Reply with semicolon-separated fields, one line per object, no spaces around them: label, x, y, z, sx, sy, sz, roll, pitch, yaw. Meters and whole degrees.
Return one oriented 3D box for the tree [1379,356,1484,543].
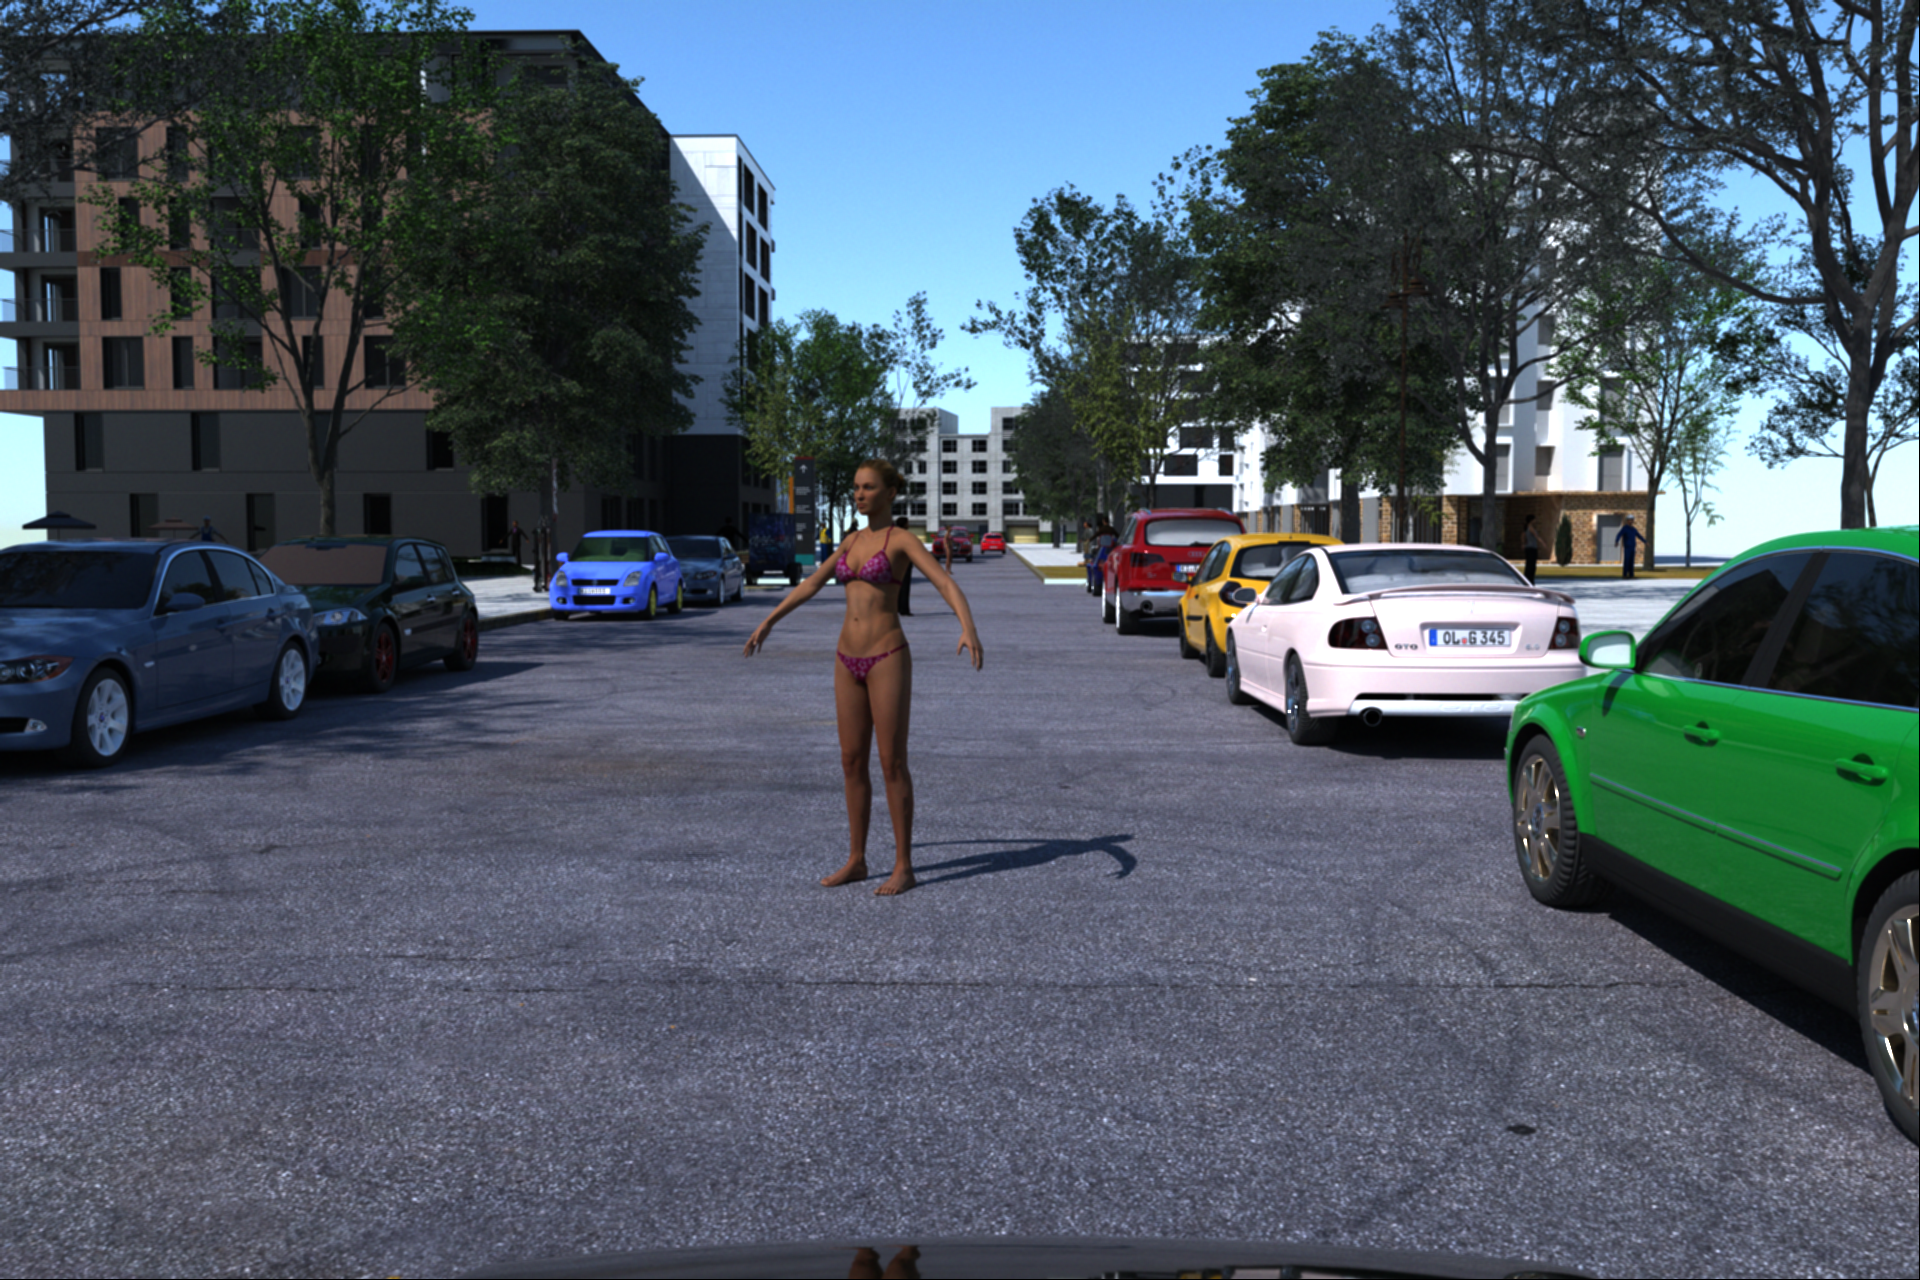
tree;17.486;-7.175;67.681;4.360;8.622;3.978;0;3;0

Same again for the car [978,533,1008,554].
car;2.389;-7.075;124.714;2.155;1.783;4.494;0;4;1

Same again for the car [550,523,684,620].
car;-5.901;-1.244;29.933;1.945;1.707;3.694;0;4;1

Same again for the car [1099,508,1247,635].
car;3.271;-1.068;26.140;2.281;1.827;5.304;0;4;1

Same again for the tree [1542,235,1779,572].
tree;23.940;-8.175;59.421;9.928;11.665;9.643;0;3;0

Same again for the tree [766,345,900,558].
tree;-6.840;-10.242;93.214;9.928;11.665;9.643;0;3;0

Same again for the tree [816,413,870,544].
tree;-7.159;-9.287;102.203;4.737;8.622;4.395;0;3;0

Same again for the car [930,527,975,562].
car;-0.375;-4.960;89.765;2.281;1.827;5.304;0;4;1

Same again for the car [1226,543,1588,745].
car;3.191;-0.047;13.126;2.083;1.381;4.827;0;4;0

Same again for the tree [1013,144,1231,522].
tree;9.579;-13.935;83.723;12.611;20.169;13.585;0;3;0

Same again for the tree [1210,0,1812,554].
tree;9.953;-7.473;32.551;12.009;13.543;11.850;0;3;0

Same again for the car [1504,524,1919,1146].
car;3.097;0.214;5.295;1.959;1.807;4.718;0;3;0

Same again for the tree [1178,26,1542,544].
tree;10.071;-8.409;44.150;9.857;13.997;8.962;0;3;0

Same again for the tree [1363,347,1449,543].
tree;14.516;-6.508;56.762;4.737;8.622;4.395;0;3;0

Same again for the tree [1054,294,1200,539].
tree;4.928;-6.317;53.641;4.737;8.622;4.395;0;3;0

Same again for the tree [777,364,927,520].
tree;-7.381;-12.795;119.567;12.009;13.543;11.850;0;3;0

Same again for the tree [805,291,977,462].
tree;-5.401;-17.089;135.297;12.611;20.169;13.585;0;3;0

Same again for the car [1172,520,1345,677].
car;3.358;-0.519;18.715;2.015;1.641;3.980;0;4;1

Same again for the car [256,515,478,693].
car;-6.003;-0.429;16.809;2.009;1.686;4.222;0;4;1

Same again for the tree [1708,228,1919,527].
tree;26.808;-7.122;50.863;8.767;10.594;7.601;-1;4;-9

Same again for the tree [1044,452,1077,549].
tree;8.275;-11.824;143.683;4.360;8.622;3.978;0;3;0

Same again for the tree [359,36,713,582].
tree;-11.079;-8.530;46.124;9.857;13.997;8.962;0;3;0

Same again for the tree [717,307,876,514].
tree;-7.386;-9.360;78.796;9.928;11.665;9.643;0;3;0

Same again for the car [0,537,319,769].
car;-6.045;-0.008;12.131;2.014;1.417;4.499;0;4;2

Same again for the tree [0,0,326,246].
tree;-12.361;-6.607;18.396;12.009;13.543;11.850;0;3;0

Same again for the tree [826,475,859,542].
tree;-16.639;-20.463;244.937;12.009;13.543;11.850;0;3;0

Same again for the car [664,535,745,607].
car;-5.516;-1.443;35.602;2.014;1.417;4.499;0;4;1

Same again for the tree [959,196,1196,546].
tree;6.825;-14.826;98.298;12.611;20.169;13.585;0;3;0

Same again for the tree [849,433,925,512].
tree;-6.637;-13.465;154.564;7.601;10.594;8.767;-2;4;-35

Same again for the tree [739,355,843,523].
tree;-7.215;-7.382;71.064;4.737;8.622;4.395;0;3;0

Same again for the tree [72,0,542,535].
tree;-11.308;-6.410;30.566;9.928;11.665;9.643;0;3;0

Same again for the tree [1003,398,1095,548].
tree;8.793;-15.255;156.074;9.857;13.997;8.962;0;3;0

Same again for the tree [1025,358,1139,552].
tree;9.028;-13.484;127.124;9.857;13.997;8.962;0;3;0

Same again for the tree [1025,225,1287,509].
tree;7.699;-9.768;70.078;12.009;13.543;11.850;0;3;0

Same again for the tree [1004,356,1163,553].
tree;7.831;-12.504;114.811;12.009;13.543;11.850;0;3;0

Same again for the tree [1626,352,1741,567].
tree;28.269;-7.114;66.677;4.360;8.622;3.978;0;3;0

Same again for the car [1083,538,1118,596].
car;3.928;-1.745;41.116;1.945;1.354;3.894;0;4;1

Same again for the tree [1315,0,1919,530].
tree;9.433;-6.578;17.919;12.009;13.543;11.850;0;3;0
